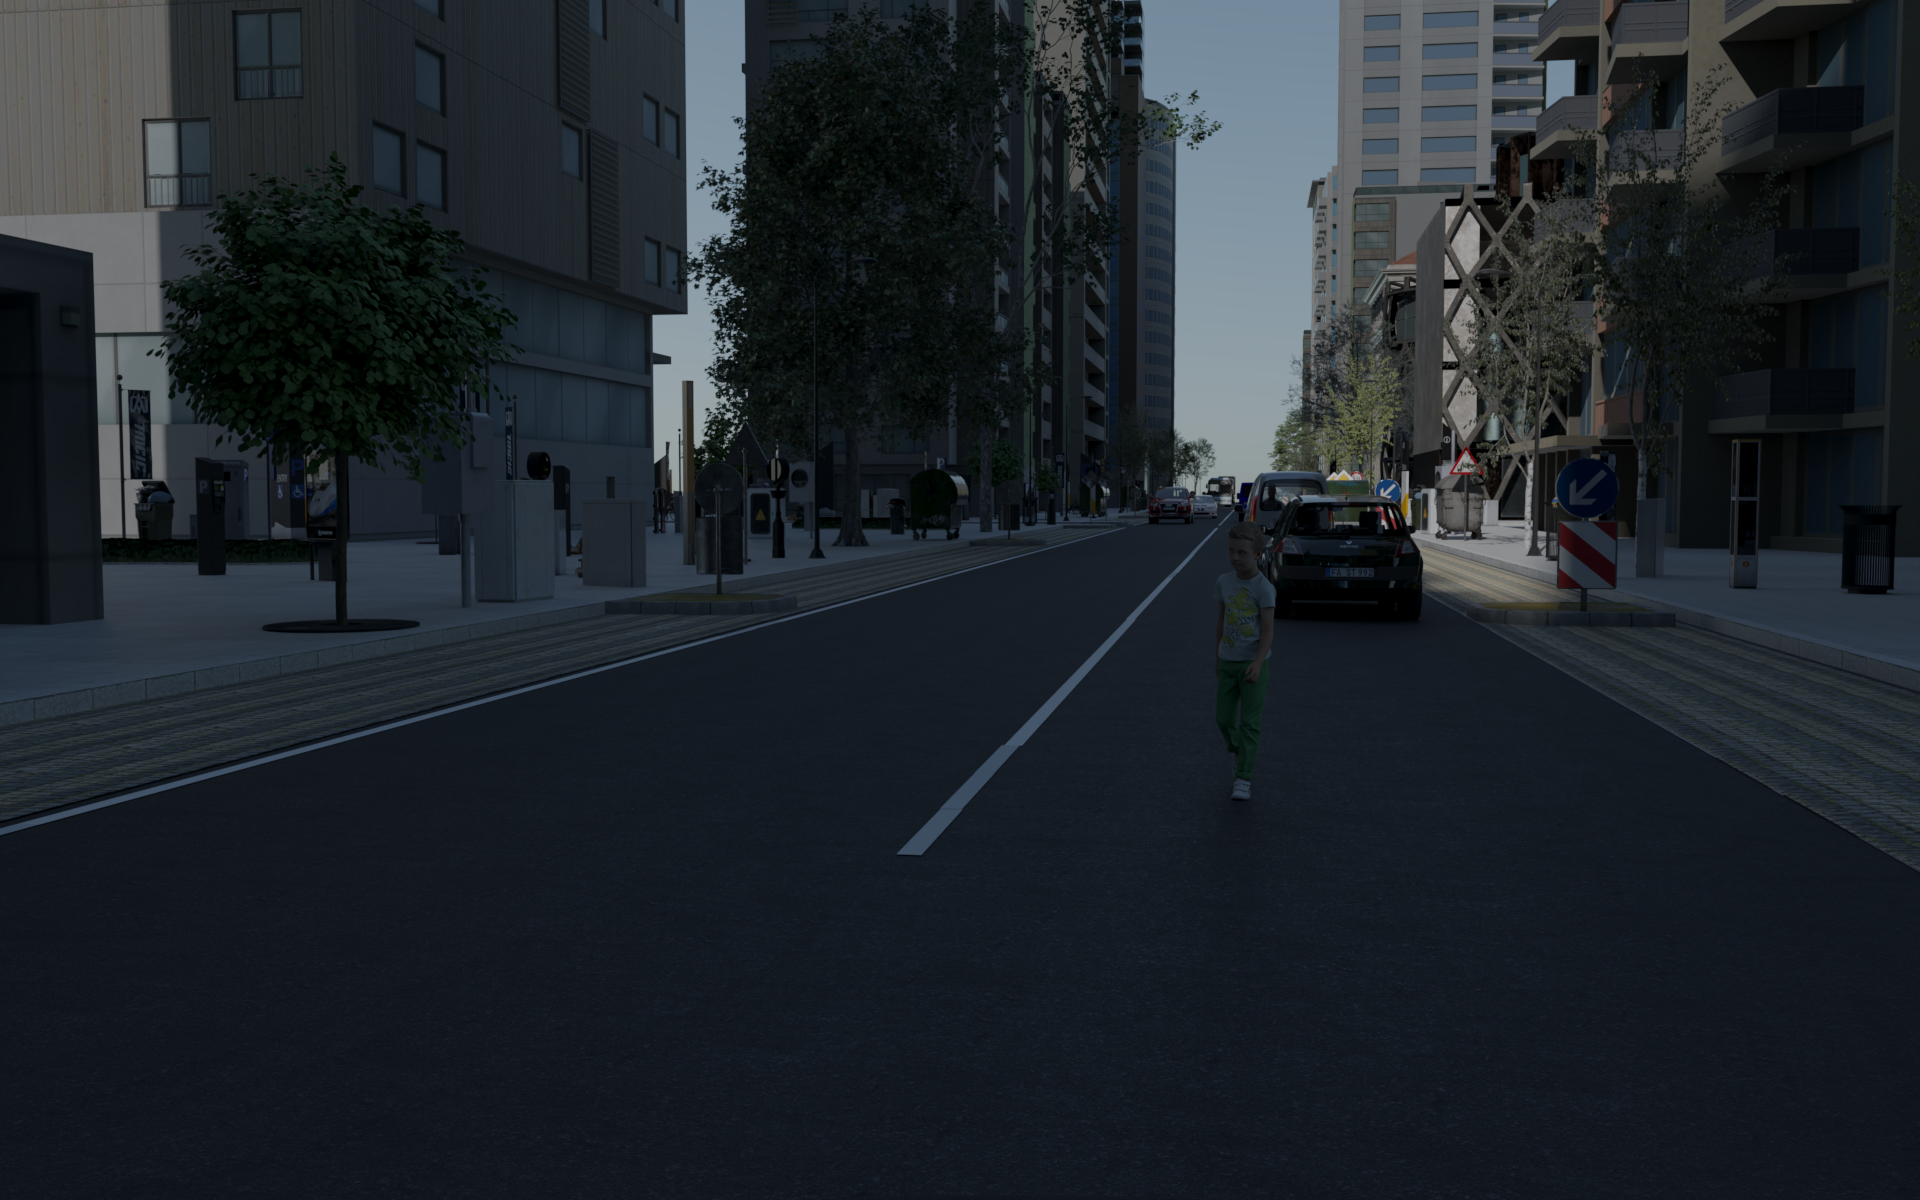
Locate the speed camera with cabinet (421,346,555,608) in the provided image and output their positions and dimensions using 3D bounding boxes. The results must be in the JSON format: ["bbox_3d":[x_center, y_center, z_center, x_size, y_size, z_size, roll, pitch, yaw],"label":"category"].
[{"bbox_3d":[-5.527,-1.591,20.350,0.660,3.252,2.038,1,4,16],"label":"speed camera with cabinet"}]

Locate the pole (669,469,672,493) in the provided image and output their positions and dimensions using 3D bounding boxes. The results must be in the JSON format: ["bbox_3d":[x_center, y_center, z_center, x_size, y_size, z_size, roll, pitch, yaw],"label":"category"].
[{"bbox_3d":[-23.892,-9.126,143.048,0.158,3.312,0.155,0,3,0],"label":"pole"}]

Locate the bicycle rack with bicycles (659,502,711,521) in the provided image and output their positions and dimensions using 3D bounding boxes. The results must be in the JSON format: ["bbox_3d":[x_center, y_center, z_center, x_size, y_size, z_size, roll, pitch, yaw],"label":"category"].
[{"bbox_3d":[-12.993,-4.331,84.193,2.925,0.926,2.852,3,5,44],"label":"bicycle rack with bicycles"}]

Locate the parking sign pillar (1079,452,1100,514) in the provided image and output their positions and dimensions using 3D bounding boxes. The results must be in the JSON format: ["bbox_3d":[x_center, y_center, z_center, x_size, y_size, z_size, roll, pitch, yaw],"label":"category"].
[{"bbox_3d":[8.306,-7.454,110.338,1.447,3.967,1.447,1,4,9],"label":"parking sign pillar"}]

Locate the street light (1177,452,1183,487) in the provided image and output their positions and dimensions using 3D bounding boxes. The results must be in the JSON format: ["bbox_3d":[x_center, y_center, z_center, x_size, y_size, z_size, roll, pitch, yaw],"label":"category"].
[{"bbox_3d":[23.641,-13.328,190.458,1.470,5.913,1.316,1,4,9],"label":"street light"}]

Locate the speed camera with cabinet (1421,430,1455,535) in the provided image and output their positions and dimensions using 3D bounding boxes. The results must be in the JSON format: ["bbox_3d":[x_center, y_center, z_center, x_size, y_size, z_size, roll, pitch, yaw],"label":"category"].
[{"bbox_3d":[15.106,-3.683,54.548,0.660,3.252,2.038,0,4,-2],"label":"speed camera with cabinet"}]

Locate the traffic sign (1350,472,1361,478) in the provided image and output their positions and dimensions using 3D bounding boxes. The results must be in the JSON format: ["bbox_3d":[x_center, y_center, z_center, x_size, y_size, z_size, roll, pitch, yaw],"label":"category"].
[{"bbox_3d":[22.499,-6.009,98.358,0.768,2.556,0.104,1,4,17],"label":"traffic sign"}]

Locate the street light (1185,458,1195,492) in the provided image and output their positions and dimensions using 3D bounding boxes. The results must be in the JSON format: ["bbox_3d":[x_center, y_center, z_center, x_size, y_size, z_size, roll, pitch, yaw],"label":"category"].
[{"bbox_3d":[31.552,-16.238,238.027,1.470,5.913,1.316,1,4,9],"label":"street light"}]

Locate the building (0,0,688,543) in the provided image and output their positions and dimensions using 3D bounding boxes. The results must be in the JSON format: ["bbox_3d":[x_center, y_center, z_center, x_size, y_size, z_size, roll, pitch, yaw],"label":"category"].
[{"bbox_3d":[-26.144,-28.733,59.019,27.495,52.752,28.713,1,4,9],"label":"building"}]

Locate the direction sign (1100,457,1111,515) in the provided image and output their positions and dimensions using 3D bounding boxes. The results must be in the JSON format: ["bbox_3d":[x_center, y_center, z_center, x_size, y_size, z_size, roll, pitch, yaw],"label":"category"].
[{"bbox_3d":[8.803,-6.911,104.993,0.379,3.537,0.876,-3,4,-39],"label":"direction sign"}]

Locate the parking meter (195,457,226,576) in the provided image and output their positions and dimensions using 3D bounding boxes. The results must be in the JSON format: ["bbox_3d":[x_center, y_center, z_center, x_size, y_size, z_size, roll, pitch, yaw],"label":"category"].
[{"bbox_3d":[-11.836,-1.325,27.375,0.399,1.863,0.255,1,4,22],"label":"parking meter"}]

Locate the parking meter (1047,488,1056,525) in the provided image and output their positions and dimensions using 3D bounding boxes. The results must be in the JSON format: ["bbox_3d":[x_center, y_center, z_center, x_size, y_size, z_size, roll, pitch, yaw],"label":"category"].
[{"bbox_3d":[3.808,-3.901,72.186,0.372,1.533,0.369,0,3,0],"label":"parking meter"}]

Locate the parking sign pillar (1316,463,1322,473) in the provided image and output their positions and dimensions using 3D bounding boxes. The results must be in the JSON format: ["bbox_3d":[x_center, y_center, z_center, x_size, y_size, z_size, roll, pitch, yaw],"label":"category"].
[{"bbox_3d":[30.829,-9.812,148.903,1.447,3.967,1.447,1,4,11],"label":"parking sign pillar"}]

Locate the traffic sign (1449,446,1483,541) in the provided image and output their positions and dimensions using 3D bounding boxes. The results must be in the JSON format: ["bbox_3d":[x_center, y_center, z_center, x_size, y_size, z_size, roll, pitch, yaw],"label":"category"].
[{"bbox_3d":[13.729,-2.877,47.035,0.884,2.594,0.081,1,4,18],"label":"traffic sign"}]

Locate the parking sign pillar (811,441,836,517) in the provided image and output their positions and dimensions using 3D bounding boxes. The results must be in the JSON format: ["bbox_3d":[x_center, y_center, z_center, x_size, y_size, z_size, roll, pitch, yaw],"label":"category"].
[{"bbox_3d":[-7.039,-6.092,88.070,1.447,3.967,1.447,0,4,8],"label":"parking sign pillar"}]

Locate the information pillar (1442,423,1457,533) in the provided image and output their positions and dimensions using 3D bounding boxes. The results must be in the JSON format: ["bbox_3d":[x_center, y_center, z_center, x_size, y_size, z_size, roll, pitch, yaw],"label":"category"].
[{"bbox_3d":[15.997,-3.997,56.701,0.504,3.616,0.183,0,4,6],"label":"information pillar"}]

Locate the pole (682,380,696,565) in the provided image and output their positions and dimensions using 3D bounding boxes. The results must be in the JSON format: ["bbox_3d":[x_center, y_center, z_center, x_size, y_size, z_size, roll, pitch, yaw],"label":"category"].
[{"bbox_3d":[-4.887,-2.284,31.189,0.158,3.312,0.155,0,3,0],"label":"pole"}]

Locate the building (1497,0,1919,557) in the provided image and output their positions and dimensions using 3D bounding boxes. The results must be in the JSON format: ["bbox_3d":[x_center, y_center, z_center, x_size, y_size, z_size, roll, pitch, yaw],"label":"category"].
[{"bbox_3d":[27.788,-23.940,46.043,22.147,44.769,28.867,1,4,9],"label":"building"}]

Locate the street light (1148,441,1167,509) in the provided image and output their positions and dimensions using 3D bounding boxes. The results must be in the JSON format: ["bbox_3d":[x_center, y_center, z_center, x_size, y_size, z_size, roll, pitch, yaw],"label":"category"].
[{"bbox_3d":[17.905,-11.221,156.006,1.470,5.913,1.316,1,4,9],"label":"street light"}]

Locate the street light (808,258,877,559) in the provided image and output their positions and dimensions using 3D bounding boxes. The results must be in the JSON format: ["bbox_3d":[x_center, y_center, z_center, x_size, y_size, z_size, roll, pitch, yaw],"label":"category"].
[{"bbox_3d":[-2.316,-3.774,34.249,1.470,5.913,1.316,1,4,9],"label":"street light"}]

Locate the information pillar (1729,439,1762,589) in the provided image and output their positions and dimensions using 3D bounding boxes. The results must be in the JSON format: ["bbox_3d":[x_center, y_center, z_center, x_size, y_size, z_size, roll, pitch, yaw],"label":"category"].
[{"bbox_3d":[10.638,-1.161,23.475,0.304,2.012,0.304,1,4,12],"label":"information pillar"}]

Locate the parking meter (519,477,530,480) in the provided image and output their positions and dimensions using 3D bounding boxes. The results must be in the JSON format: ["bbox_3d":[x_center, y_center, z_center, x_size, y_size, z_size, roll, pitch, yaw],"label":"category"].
[{"bbox_3d":[-6.367,-1.064,25.801,0.372,1.533,0.369,0,3,0],"label":"parking meter"}]

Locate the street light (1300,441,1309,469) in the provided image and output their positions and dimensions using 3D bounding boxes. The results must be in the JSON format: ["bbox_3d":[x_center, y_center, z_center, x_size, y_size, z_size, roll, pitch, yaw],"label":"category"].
[{"bbox_3d":[31.835,-11.381,158.616,1.470,5.913,1.316,1,4,9],"label":"street light"}]

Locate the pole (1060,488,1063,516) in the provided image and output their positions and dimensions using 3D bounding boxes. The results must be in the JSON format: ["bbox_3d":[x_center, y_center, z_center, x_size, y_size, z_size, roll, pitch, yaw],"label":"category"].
[{"bbox_3d":[5.907,-6.531,100.631,0.158,3.312,0.155,0,3,0],"label":"pole"}]

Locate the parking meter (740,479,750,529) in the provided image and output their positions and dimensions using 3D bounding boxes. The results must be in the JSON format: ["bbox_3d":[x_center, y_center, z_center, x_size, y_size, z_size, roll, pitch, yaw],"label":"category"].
[{"bbox_3d":[-7.828,-3.513,63.154,0.399,1.863,0.255,-1,4,-10],"label":"parking meter"}]

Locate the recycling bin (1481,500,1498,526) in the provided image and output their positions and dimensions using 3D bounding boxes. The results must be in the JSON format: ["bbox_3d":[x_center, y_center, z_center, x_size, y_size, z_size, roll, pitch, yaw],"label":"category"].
[{"bbox_3d":[21.031,-3.472,69.316,0.722,1.027,0.722,-2,4,-31],"label":"recycling bin"}]

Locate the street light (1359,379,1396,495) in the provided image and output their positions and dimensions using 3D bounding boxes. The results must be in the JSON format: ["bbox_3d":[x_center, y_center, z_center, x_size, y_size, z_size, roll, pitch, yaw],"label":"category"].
[{"bbox_3d":[17.051,-5.977,70.259,1.470,5.913,1.316,1,4,9],"label":"street light"}]

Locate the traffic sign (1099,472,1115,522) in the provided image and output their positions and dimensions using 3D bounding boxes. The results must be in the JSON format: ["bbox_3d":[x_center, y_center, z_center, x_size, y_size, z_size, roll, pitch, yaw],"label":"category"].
[{"bbox_3d":[6.794,-4.696,80.424,0.795,2.450,0.064,1,4,9],"label":"traffic sign"}]

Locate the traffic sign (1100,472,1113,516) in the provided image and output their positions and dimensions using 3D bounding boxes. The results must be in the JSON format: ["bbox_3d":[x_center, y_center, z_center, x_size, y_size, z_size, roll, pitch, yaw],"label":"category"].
[{"bbox_3d":[8.558,-6.204,101.535,0.768,2.556,0.104,1,4,12],"label":"traffic sign"}]

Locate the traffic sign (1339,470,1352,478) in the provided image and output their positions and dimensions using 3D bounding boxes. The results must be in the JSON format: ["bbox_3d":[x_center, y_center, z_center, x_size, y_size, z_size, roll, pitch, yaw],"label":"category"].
[{"bbox_3d":[15.680,-4.109,70.831,0.795,2.450,0.064,1,4,9],"label":"traffic sign"}]

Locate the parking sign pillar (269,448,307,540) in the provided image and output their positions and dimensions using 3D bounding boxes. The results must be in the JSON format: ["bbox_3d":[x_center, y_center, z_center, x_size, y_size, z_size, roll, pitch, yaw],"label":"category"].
[{"bbox_3d":[-16.548,-3.313,42.632,1.447,3.967,1.447,-3,5,-41],"label":"parking sign pillar"}]

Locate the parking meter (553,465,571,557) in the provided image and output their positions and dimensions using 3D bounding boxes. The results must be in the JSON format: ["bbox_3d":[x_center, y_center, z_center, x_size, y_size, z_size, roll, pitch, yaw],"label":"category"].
[{"bbox_3d":[-8.174,-1.826,35.568,0.255,1.863,0.399,0,4,7],"label":"parking meter"}]

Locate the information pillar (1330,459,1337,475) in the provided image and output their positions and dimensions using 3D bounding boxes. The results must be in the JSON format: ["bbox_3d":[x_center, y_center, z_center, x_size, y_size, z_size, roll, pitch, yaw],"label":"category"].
[{"bbox_3d":[25.185,-7.680,116.923,0.504,3.616,0.183,3,5,44],"label":"information pillar"}]

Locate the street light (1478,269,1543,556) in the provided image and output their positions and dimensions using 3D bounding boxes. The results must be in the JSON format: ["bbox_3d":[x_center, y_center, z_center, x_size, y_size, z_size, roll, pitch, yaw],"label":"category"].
[{"bbox_3d":[11.379,-3.870,35.821,1.470,5.913,1.316,1,4,9],"label":"street light"}]

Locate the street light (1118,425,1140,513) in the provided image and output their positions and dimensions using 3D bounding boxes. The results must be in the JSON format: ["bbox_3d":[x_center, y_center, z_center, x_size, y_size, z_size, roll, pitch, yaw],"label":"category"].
[{"bbox_3d":[11.374,-8.815,116.664,1.470,5.913,1.316,1,4,9],"label":"street light"}]

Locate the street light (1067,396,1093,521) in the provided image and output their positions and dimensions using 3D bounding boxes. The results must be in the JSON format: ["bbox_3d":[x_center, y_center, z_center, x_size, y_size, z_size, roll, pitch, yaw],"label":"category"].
[{"bbox_3d":[5.582,-6.691,81.943,1.470,5.913,1.316,1,4,9],"label":"street light"}]

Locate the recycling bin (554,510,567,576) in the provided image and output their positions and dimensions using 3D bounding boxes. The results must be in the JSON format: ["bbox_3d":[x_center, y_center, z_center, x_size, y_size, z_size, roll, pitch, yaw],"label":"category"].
[{"bbox_3d":[-6.677,-0.915,27.518,0.722,1.027,0.722,0,4,-3],"label":"recycling bin"}]

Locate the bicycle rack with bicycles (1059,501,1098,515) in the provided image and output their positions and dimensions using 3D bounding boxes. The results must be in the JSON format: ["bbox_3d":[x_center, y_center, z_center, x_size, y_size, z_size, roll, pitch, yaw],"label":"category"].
[{"bbox_3d":[7.633,-5.776,107.815,2.925,0.926,2.852,0,4,-2],"label":"bicycle rack with bicycles"}]

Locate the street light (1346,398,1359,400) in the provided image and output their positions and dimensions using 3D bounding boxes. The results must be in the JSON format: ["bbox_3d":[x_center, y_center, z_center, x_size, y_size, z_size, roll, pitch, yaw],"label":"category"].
[{"bbox_3d":[19.288,-6.791,83.573,1.470,5.913,1.316,1,4,9],"label":"street light"}]

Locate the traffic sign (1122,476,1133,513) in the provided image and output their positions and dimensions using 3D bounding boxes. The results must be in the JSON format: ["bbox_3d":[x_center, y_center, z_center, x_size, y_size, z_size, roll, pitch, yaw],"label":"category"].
[{"bbox_3d":[11.613,-7.324,119.855,0.768,2.556,0.104,1,4,12],"label":"traffic sign"}]

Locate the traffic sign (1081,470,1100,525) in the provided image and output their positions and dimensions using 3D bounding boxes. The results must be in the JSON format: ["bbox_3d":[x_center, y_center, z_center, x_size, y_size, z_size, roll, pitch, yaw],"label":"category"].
[{"bbox_3d":[5.479,-4.214,72.548,0.795,2.450,0.064,1,4,9],"label":"traffic sign"}]

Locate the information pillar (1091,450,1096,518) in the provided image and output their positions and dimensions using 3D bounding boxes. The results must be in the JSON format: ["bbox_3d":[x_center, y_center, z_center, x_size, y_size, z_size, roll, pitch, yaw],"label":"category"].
[{"bbox_3d":[7.014,-6.110,91.261,0.183,3.616,0.504,-1,4,-17],"label":"information pillar"}]

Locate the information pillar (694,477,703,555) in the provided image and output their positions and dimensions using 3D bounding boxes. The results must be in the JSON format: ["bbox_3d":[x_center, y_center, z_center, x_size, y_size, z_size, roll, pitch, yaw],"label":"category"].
[{"bbox_3d":[-5.654,-1.975,36.788,0.304,2.012,0.304,-2,4,-26],"label":"information pillar"}]

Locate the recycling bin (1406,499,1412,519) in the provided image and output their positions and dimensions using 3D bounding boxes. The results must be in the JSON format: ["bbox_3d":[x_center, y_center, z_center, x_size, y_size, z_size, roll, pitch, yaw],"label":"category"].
[{"bbox_3d":[23.754,-4.773,90.591,0.722,1.027,0.722,2,4,28],"label":"recycling bin"}]

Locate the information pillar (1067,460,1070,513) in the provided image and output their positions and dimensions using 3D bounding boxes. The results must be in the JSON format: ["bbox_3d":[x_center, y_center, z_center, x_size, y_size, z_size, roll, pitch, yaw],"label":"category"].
[{"bbox_3d":[7.290,-7.693,117.131,0.183,3.616,0.504,-1,4,-16],"label":"information pillar"}]

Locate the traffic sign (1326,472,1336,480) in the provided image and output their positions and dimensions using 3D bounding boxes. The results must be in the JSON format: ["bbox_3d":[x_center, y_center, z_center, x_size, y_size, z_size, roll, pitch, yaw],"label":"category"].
[{"bbox_3d":[16.994,-4.591,78.708,0.795,2.450,0.064,1,4,9],"label":"traffic sign"}]

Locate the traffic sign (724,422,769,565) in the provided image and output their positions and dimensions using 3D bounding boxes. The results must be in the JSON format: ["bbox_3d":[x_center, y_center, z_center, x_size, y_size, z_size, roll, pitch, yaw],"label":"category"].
[{"bbox_3d":[-3.883,-1.918,31.355,0.884,2.594,0.081,1,4,16],"label":"traffic sign"}]

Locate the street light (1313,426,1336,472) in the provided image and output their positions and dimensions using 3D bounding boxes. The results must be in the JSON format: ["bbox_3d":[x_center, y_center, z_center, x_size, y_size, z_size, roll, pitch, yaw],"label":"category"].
[{"bbox_3d":[25.016,-8.897,118.002,1.470,5.913,1.316,1,4,9],"label":"street light"}]

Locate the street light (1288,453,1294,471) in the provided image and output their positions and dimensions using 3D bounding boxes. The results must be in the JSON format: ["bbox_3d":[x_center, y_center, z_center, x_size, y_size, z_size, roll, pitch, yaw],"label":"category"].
[{"bbox_3d":[37.747,-13.523,193.634,1.470,5.913,1.316,1,4,9],"label":"street light"}]

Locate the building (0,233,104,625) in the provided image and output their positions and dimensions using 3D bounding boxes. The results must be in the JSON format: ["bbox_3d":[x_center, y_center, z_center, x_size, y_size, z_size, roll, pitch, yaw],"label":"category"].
[{"bbox_3d":[-19.588,-35.141,12.810,20.563,71.187,20.611,1,4,9],"label":"building"}]

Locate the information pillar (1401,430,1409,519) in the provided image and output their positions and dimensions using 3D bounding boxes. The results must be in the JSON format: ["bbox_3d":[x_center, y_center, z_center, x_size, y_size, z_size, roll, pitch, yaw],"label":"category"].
[{"bbox_3d":[16.260,-4.399,63.275,0.183,3.616,0.504,0,4,-6],"label":"information pillar"}]

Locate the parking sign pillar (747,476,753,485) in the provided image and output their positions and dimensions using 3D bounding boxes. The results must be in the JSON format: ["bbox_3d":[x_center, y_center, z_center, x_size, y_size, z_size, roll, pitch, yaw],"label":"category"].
[{"bbox_3d":[-14.138,-8.072,120.441,1.447,3.967,1.447,-1,4,-22],"label":"parking sign pillar"}]

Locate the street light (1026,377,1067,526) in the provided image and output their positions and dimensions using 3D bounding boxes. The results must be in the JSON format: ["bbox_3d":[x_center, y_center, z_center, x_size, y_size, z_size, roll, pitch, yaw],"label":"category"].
[{"bbox_3d":[3.327,-5.886,68.776,1.470,5.913,1.316,1,4,9],"label":"street light"}]

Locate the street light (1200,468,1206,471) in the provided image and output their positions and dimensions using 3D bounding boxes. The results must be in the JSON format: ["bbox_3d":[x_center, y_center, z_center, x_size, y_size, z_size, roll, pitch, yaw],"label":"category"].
[{"bbox_3d":[37.514,-18.364,272.786,1.470,5.913,1.316,1,4,9],"label":"street light"}]

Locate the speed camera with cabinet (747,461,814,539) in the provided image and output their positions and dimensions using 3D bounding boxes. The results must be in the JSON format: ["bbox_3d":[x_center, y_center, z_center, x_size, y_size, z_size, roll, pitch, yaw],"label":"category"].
[{"bbox_3d":[-5.101,-3.385,49.686,2.038,3.252,0.660,1,4,22],"label":"speed camera with cabinet"}]

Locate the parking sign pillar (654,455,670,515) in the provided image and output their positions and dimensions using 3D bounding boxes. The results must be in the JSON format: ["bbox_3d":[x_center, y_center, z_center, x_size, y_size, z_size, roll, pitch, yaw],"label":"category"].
[{"bbox_3d":[-20.205,-7.836,116.594,1.447,3.967,1.447,1,4,18],"label":"parking sign pillar"}]
